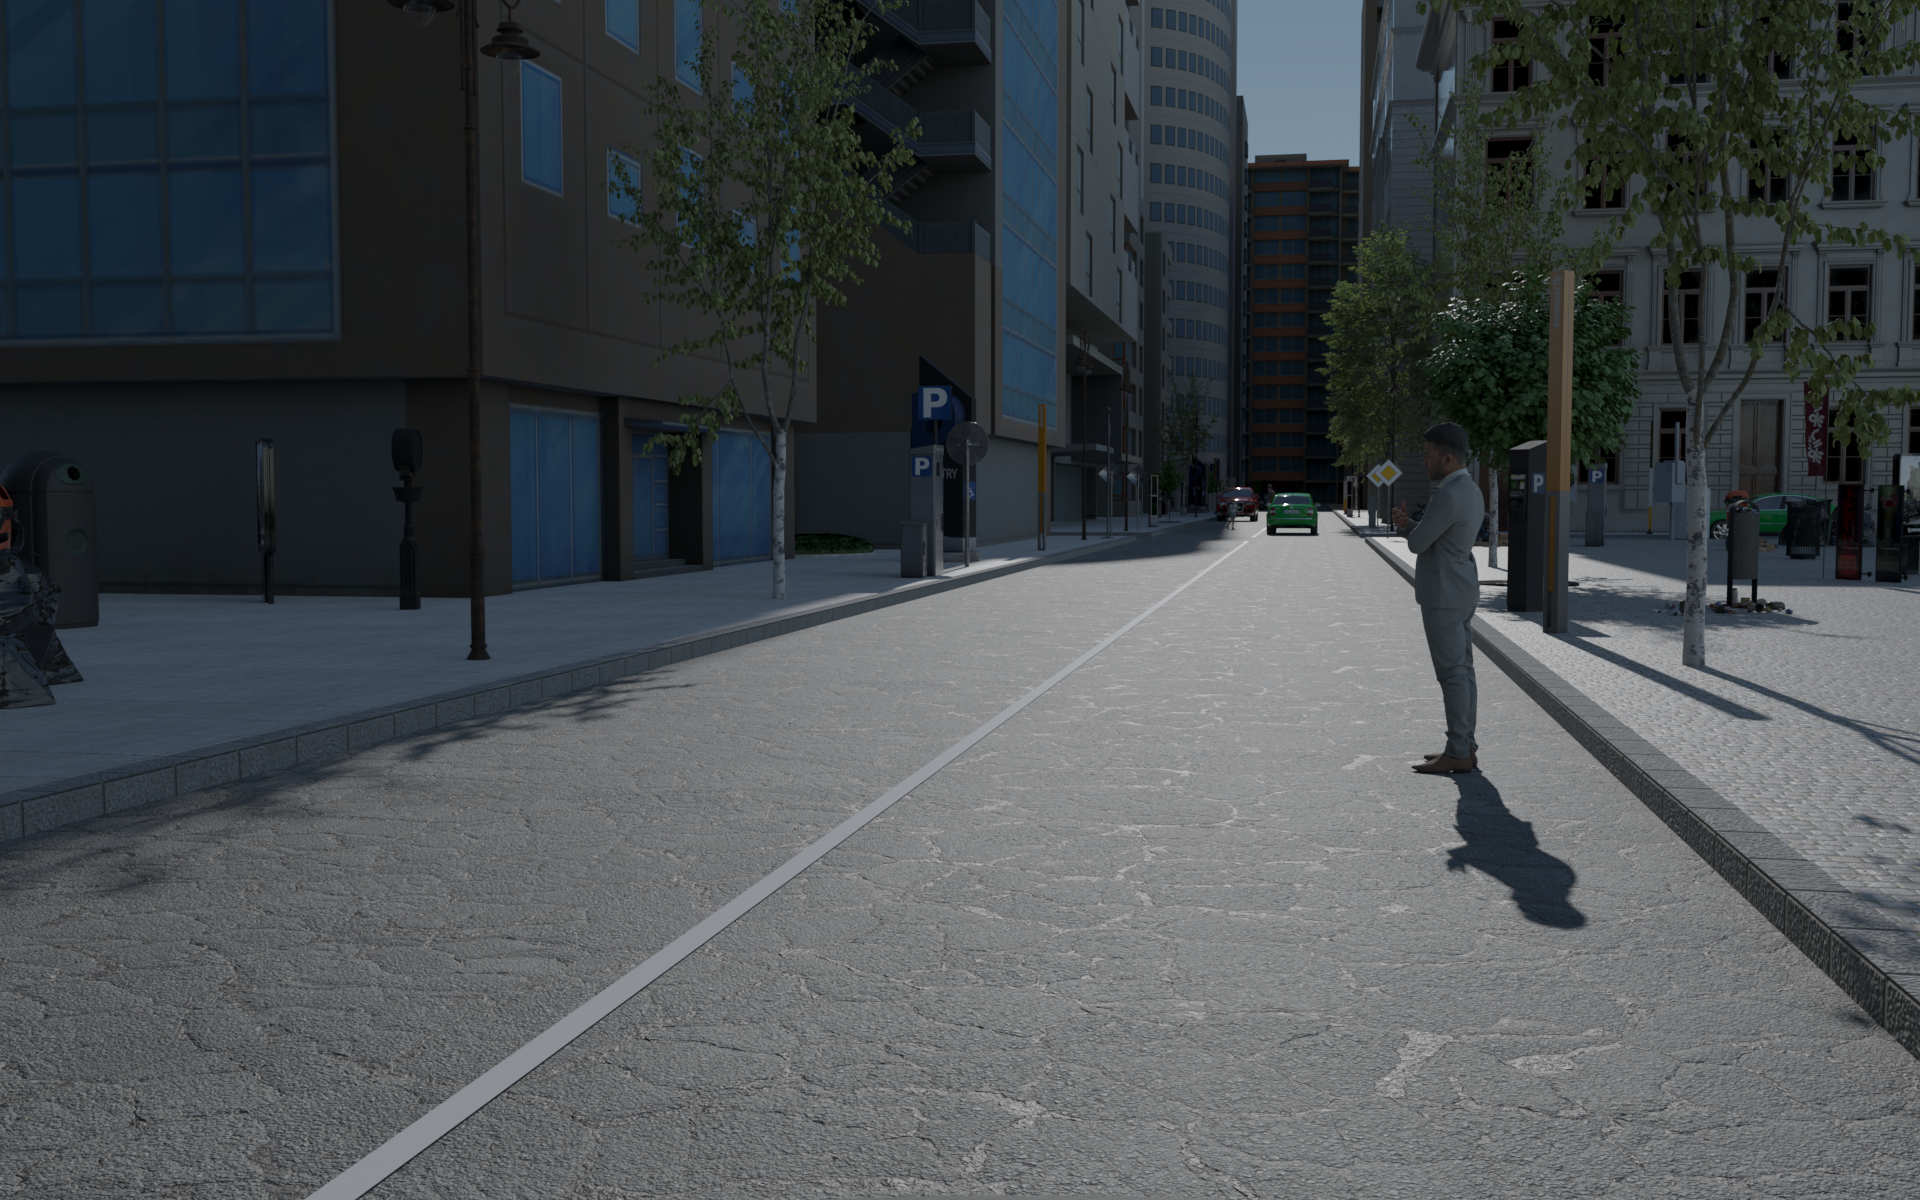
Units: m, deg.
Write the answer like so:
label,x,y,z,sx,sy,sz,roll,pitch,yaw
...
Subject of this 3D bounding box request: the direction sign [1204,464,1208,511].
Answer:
label,x,y,z,sx,sy,sz,roll,pitch,yaw
direction sign,18.419,-8.352,128.556,0.876,3.537,0.379,0,4,0

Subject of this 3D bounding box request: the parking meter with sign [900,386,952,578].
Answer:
label,x,y,z,sx,sy,sz,roll,pitch,yaw
parking meter with sign,-0.554,-1.889,27.150,0.543,3.016,1.738,1,4,11

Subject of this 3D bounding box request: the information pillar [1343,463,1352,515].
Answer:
label,x,y,z,sx,sy,sz,roll,pitch,yaw
information pillar,24.265,-7.165,108.505,0.504,3.616,0.183,1,4,9

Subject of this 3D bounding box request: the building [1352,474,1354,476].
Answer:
label,x,y,z,sx,sy,sz,roll,pitch,yaw
building,50.250,-33.426,166.129,23.786,49.044,30.456,1,4,11

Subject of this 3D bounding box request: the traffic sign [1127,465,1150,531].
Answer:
label,x,y,z,sx,sy,sz,roll,pitch,yaw
traffic sign,6.107,-3.408,59.359,0.795,2.450,0.064,1,4,11

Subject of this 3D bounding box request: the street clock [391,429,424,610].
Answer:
label,x,y,z,sx,sy,sz,roll,pitch,yaw
street clock,-6.114,-0.895,19.203,0.358,2.002,0.471,0,4,-3

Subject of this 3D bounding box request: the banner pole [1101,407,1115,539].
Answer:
label,x,y,z,sx,sy,sz,roll,pitch,yaw
banner pole,4.315,-3.680,50.191,0.401,3.779,0.863,1,4,10

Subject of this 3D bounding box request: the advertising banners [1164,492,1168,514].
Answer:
label,x,y,z,sx,sy,sz,roll,pitch,yaw
advertising banners,12.994,-6.895,108.919,0.090,3.025,2.074,0,4,-3

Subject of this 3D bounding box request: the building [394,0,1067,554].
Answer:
label,x,y,z,sx,sy,sz,roll,pitch,yaw
building,-5.100,-24.253,46.645,14.200,45.320,14.600,1,4,11

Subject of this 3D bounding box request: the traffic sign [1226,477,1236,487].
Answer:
label,x,y,z,sx,sy,sz,roll,pitch,yaw
traffic sign,20.005,-7.820,127.969,0.768,2.556,0.104,1,4,14

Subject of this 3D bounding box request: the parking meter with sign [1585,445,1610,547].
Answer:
label,x,y,z,sx,sy,sz,roll,pitch,yaw
parking meter with sign,15.743,-2.850,42.864,0.543,3.016,1.738,1,4,22

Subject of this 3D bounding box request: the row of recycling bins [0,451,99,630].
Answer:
label,x,y,z,sx,sy,sz,roll,pitch,yaw
row of recycling bins,-9.774,-0.527,15.726,1.069,1.692,3.534,3,5,43

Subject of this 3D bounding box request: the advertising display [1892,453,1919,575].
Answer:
label,x,y,z,sx,sy,sz,roll,pitch,yaw
advertising display,15.106,-1.363,27.502,0.974,1.923,0.123,-2,4,-33

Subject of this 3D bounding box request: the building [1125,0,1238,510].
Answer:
label,x,y,z,sx,sy,sz,roll,pitch,yaw
building,12.404,-37.089,148.407,21.231,58.520,28.212,1,4,11

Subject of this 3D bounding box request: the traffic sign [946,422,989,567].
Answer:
label,x,y,z,sx,sy,sz,roll,pitch,yaw
traffic sign,0.123,-1.859,30.501,0.768,2.556,0.104,1,4,12

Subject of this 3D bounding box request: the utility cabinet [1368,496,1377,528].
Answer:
label,x,y,z,sx,sy,sz,roll,pitch,yaw
utility cabinet,15.912,-3.407,66.862,0.306,1.237,1.020,1,4,13

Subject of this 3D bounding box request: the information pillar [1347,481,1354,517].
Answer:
label,x,y,z,sx,sy,sz,roll,pitch,yaw
information pillar,21.689,-5.615,96.302,0.304,2.012,0.304,2,4,24

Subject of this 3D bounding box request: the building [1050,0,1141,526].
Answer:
label,x,y,z,sx,sy,sz,roll,pitch,yaw
building,-6.655,-29.717,75.115,28.713,52.752,27.495,1,4,11

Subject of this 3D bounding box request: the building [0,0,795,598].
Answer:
label,x,y,z,sx,sy,sz,roll,pitch,yaw
building,-11.039,-23.099,27.784,14.600,45.320,14.200,1,4,11

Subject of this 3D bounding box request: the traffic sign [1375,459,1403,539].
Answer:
label,x,y,z,sx,sy,sz,roll,pitch,yaw
traffic sign,12.339,-2.831,49.922,0.795,2.450,0.064,1,4,11

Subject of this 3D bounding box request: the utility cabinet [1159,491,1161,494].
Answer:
label,x,y,z,sx,sy,sz,roll,pitch,yaw
utility cabinet,15.132,-7.641,133.602,1.173,1.500,0.318,-1,4,-18

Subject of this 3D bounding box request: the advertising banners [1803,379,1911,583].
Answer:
label,x,y,z,sx,sy,sz,roll,pitch,yaw
advertising banners,13.319,-1.813,25.835,0.090,3.025,2.074,-1,4,-16

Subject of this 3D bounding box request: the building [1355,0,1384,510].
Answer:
label,x,y,z,sx,sy,sz,roll,pitch,yaw
building,40.687,-30.296,145.443,14.600,45.320,14.200,1,4,11

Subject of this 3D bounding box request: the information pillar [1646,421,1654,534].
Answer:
label,x,y,z,sx,sy,sz,roll,pitch,yaw
information pillar,22.114,-3.919,55.429,0.183,3.616,0.504,1,4,22

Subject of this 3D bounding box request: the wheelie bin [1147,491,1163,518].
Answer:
label,x,y,z,sx,sy,sz,roll,pitch,yaw
wheelie bin,10.453,-5.206,93.019,0.693,1.594,0.980,2,4,25

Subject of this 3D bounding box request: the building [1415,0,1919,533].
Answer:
label,x,y,z,sx,sy,sz,roll,pitch,yaw
building,27.126,-13.743,60.855,21.152,22.565,11.583,1,4,11

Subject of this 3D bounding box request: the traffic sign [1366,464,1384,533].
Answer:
label,x,y,z,sx,sy,sz,roll,pitch,yaw
traffic sign,13.936,-3.309,57.746,0.795,2.450,0.064,1,4,11

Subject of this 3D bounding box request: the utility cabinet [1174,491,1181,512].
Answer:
label,x,y,z,sx,sy,sz,roll,pitch,yaw
utility cabinet,15.660,-6.989,122.951,0.318,1.500,1.173,3,5,43

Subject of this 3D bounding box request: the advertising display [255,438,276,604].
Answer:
label,x,y,z,sx,sy,sz,roll,pitch,yaw
advertising display,-8.220,-0.936,20.513,0.123,1.923,0.974,-2,4,-27

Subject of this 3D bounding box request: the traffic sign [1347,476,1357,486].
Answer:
label,x,y,z,sx,sy,sz,roll,pitch,yaw
traffic sign,22.159,-5.860,97.934,0.606,2.300,0.079,1,4,19

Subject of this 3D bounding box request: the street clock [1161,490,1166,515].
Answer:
label,x,y,z,sx,sy,sz,roll,pitch,yaw
street clock,12.568,-6.277,107.197,0.358,2.002,0.471,-1,4,-19

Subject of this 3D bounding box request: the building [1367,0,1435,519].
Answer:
label,x,y,z,sx,sy,sz,roll,pitch,yaw
building,28.601,-19.436,95.275,11.434,29.767,29.804,1,4,11

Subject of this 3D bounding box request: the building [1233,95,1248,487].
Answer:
label,x,y,z,sx,sy,sz,roll,pitch,yaw
building,21.674,-35.116,197.855,21.600,48.544,21.300,1,4,11

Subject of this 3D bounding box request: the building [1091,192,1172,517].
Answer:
label,x,y,z,sx,sy,sz,roll,pitch,yaw
building,-1.382,-16.320,111.867,27.650,21.520,28.899,1,4,11

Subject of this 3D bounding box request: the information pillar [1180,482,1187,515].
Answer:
label,x,y,z,sx,sy,sz,roll,pitch,yaw
information pillar,13.948,-6.328,107.953,0.304,2.012,0.304,3,4,38

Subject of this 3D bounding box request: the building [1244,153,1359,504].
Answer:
label,x,y,z,sx,sy,sz,roll,pitch,yaw
building,40.981,-34.956,226.149,28.867,44.769,22.147,1,4,11

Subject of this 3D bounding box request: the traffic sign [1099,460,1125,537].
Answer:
label,x,y,z,sx,sy,sz,roll,pitch,yaw
traffic sign,4.510,-2.929,51.534,0.795,2.450,0.064,1,4,11

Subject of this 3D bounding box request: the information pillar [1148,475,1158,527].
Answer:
label,x,y,z,sx,sy,sz,roll,pitch,yaw
information pillar,7.517,-3.849,67.416,0.304,2.012,0.304,-1,4,-14

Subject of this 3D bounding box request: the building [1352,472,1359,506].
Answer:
label,x,y,z,sx,sy,sz,roll,pitch,yaw
building,53.646,-46.026,190.771,20.563,71.187,20.611,1,4,11

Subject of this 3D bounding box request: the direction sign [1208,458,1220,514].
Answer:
label,x,y,z,sx,sy,sz,roll,pitch,yaw
direction sign,16.192,-7.170,109.230,0.379,3.537,0.876,2,4,31

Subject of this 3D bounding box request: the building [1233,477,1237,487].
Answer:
label,x,y,z,sx,sy,sz,roll,pitch,yaw
building,11.714,-29.599,175.818,32.217,40.220,23.993,1,4,11
